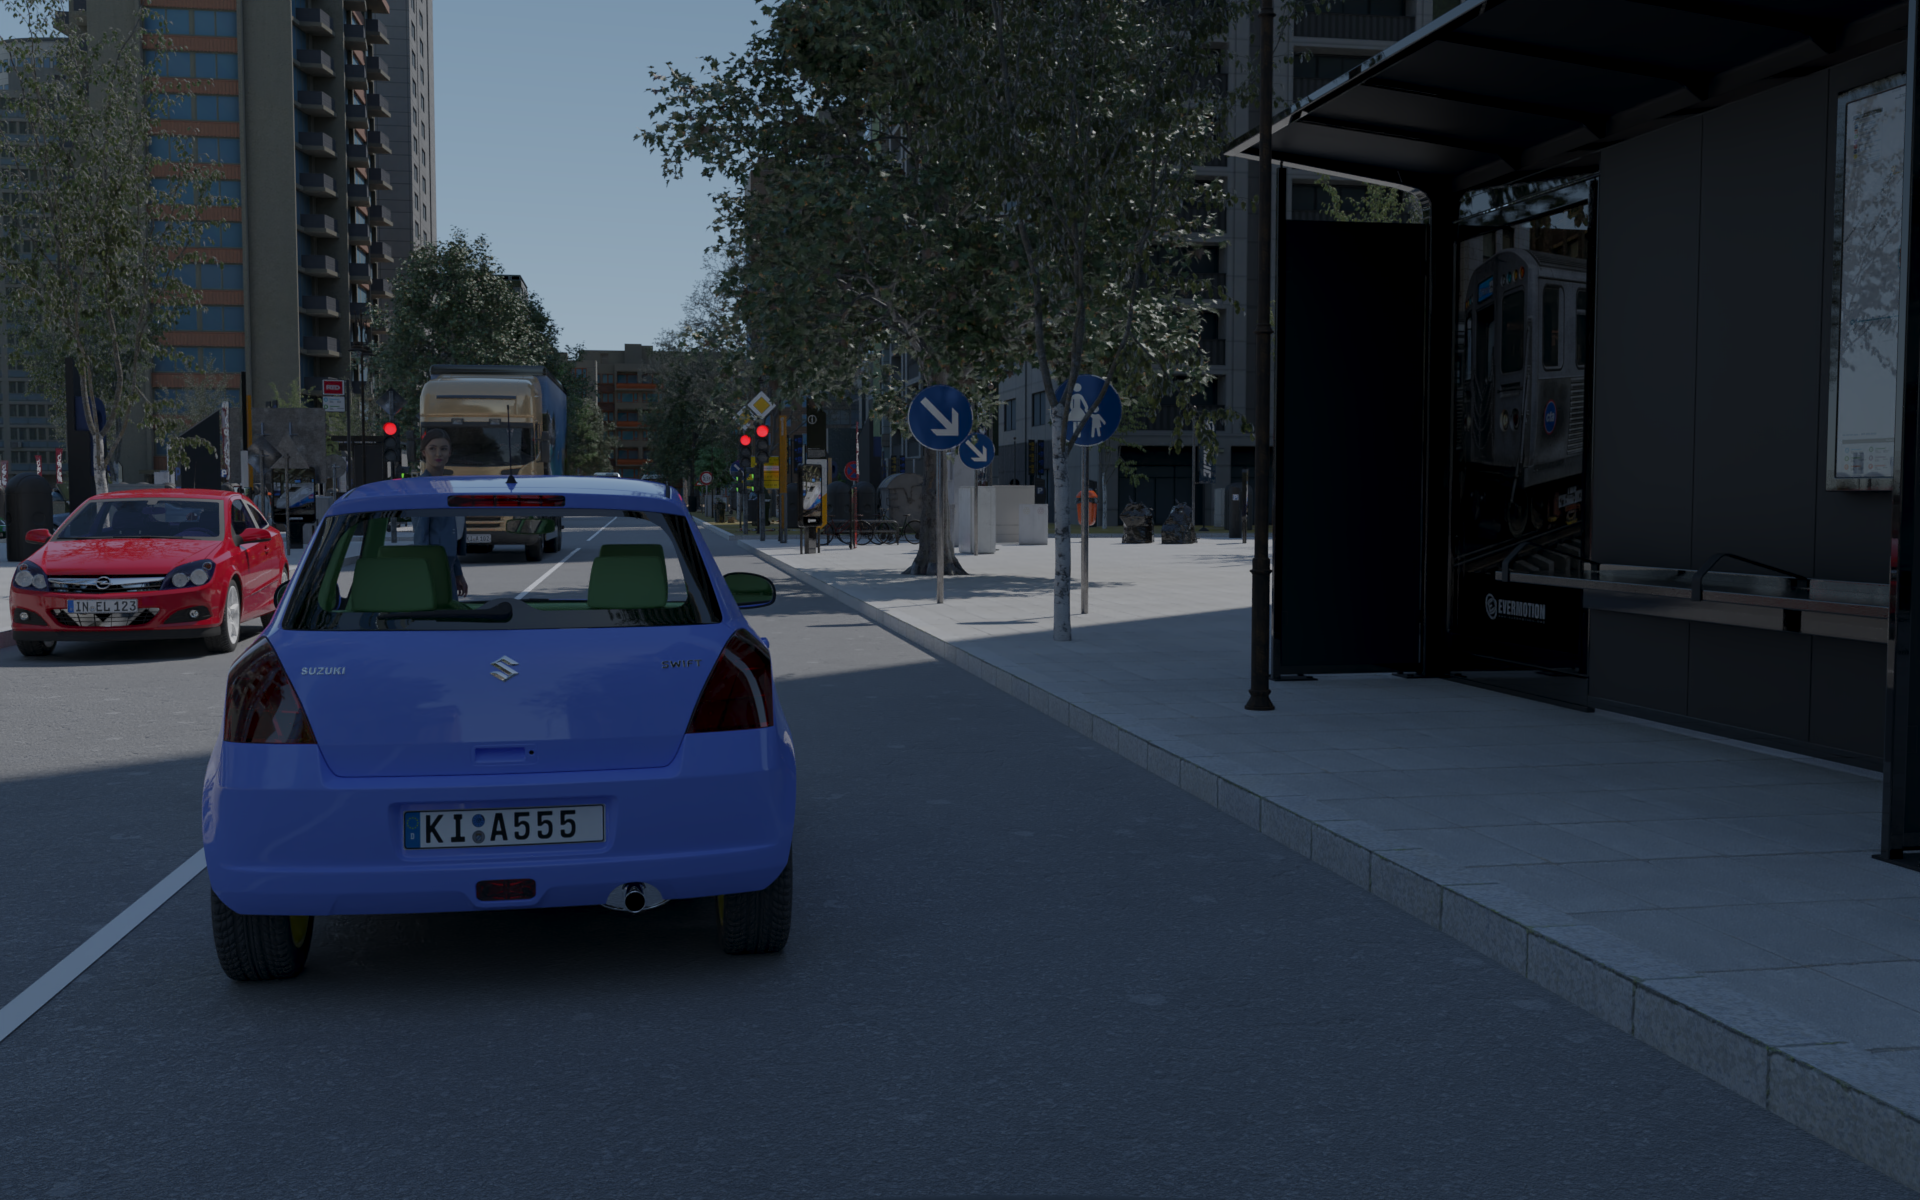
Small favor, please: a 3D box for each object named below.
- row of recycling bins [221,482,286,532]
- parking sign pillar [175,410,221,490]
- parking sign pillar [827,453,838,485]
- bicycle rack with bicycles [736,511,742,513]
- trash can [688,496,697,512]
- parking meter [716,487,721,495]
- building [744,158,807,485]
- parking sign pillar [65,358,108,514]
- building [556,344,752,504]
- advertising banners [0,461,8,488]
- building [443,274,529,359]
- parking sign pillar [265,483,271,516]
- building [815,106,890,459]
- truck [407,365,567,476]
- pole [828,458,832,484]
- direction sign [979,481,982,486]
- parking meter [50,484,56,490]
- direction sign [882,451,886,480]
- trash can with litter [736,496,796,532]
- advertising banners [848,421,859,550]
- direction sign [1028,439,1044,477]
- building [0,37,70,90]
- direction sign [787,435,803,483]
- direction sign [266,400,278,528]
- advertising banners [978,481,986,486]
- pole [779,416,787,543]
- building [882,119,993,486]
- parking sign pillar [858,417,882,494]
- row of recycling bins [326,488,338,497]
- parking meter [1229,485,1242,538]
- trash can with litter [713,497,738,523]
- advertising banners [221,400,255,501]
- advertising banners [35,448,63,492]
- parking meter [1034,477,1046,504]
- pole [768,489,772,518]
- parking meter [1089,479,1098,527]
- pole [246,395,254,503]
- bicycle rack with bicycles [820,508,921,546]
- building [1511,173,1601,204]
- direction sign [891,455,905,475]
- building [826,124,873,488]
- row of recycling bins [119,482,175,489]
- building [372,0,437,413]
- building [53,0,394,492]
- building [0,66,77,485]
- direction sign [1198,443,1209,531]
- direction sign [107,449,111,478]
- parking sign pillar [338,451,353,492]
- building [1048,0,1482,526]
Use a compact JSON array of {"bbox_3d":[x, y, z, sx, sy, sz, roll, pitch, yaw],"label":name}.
[{"bbox_3d":[-24.313,-3.167,58.890,3.534,1.692,1.069,0,4,5],"label":"row of recycling bins"},{"bbox_3d":[-24.207,-4.070,55.024,1.447,3.967,1.447,3,5,41],"label":"parking sign pillar"},{"bbox_3d":[-7.585,-6.898,101.257,1.447,3.967,1.447,1,4,20],"label":"parking sign pillar"},{"bbox_3d":[-13.654,-6.278,116.029,2.852,0.926,2.925,1,4,13],"label":"bicycle rack with bicycles"},{"bbox_3d":[-18.952,-6.796,122.766,0.748,1.137,0.748,0,3,0],"label":"trash can"},{"bbox_3d":[-14.795,-6.136,106.039,0.255,1.863,0.399,-1,4,-16],"label":"parking meter"},{"bbox_3d":[-21.427,-35.714,234.036,14.200,45.320,14.600,-1,4,-10],"label":"building"},{"bbox_3d":[-17.589,-2.842,34.935,1.447,3.967,1.447,-1,4,-12],"label":"parking sign pillar"},{"bbox_3d":[-44.014,-24.066,238.520,28.899,21.520,27.650,-1,4,-10],"label":"building"},{"bbox_3d":[-50.114,-5.724,89.779,2.074,3.025,0.090,1,4,16],"label":"advertising banners"},{"bbox_3d":[-63.899,-27.857,227.161,14.107,30.474,14.160,-1,4,-10],"label":"building"},{"bbox_3d":[-41.387,-6.982,102.634,1.447,3.967,1.447,3,4,37],"label":"parking sign pillar"},{"bbox_3d":[-8.820,-30.769,186.670,14.154,41.232,14.086,-1,4,-10],"label":"building"},{"bbox_3d":[-10.618,-3.123,39.968,2.839,4.237,11.283,-1,4,-10],"label":"truck"},{"bbox_3d":[-7.330,-6.350,97.671,0.158,3.312,0.155,0,3,0],"label":"pole"},{"bbox_3d":[0.486,-3.001,41.071,0.379,3.537,0.876,0,4,5],"label":"direction sign"},{"bbox_3d":[-50.905,-5.598,97.240,0.399,1.863,0.255,0,4,-5],"label":"parking meter"},{"bbox_3d":[-4.047,-6.080,91.408,0.379,3.537,0.876,0,4,-8],"label":"direction sign"},{"bbox_3d":[-6.762,-2.992,59.972,2.233,1.210,1.678,-1,4,-17],"label":"trash can with litter"},{"bbox_3d":[-2.481,-2.725,40.748,0.090,3.025,2.074,0,4,2],"label":"advertising banners"},{"bbox_3d":[3.169,-4.901,72.135,0.876,3.537,0.379,-3,5,-41],"label":"direction sign"},{"bbox_3d":[-109.085,-41.616,222.423,28.212,58.520,21.231,-1,4,-10],"label":"building"},{"bbox_3d":[-6.453,-4.546,66.331,0.876,3.537,0.379,0,4,7],"label":"direction sign"},{"bbox_3d":[-16.703,-3.066,42.129,0.379,3.537,0.876,-3,4,-38],"label":"direction sign"},{"bbox_3d":[1.670,-4.986,77.716,2.074,3.025,0.090,0,4,-4],"label":"advertising banners"},{"bbox_3d":[-4.596,-3.132,45.052,0.158,3.312,0.155,0,3,0],"label":"pole"},{"bbox_3d":[4.352,-41.797,121.635,20.563,71.187,20.611,-1,4,-10],"label":"building"},{"bbox_3d":[-3.081,-4.298,58.746,1.447,3.967,1.447,-1,4,-22],"label":"parking sign pillar"},{"bbox_3d":[-41.304,-6.729,117.132,1.069,1.692,3.534,2,4,31],"label":"row of recycling bins"},{"bbox_3d":[8.017,-2.566,50.371,0.372,1.533,0.369,0,3,0],"label":"parking meter"},{"bbox_3d":[-10.362,-3.981,76.471,1.055,1.170,0.624,0,4,6],"label":"trash can with litter"},{"bbox_3d":[-13.347,-2.191,32.008,0.090,3.025,2.074,-3,4,-36],"label":"advertising banners"},{"bbox_3d":[-34.160,-4.207,64.969,0.090,3.025,2.074,0,4,1],"label":"advertising banners"},{"bbox_3d":[2.703,-3.232,58.555,0.399,1.863,0.255,0,4,-4],"label":"parking meter"},{"bbox_3d":[-10.343,-6.136,94.164,0.158,3.312,0.155,0,3,0],"label":"pole"},{"bbox_3d":[5.117,-3.757,67.136,0.399,1.863,0.255,2,4,29],"label":"parking meter"},{"bbox_3d":[-14.701,-2.566,35.799,0.158,3.312,0.155,0,3,0],"label":"pole"},{"bbox_3d":[-2.317,-1.878,44.084,2.925,0.926,2.852,0,4,-2],"label":"bicycle rack with bicycles"},{"bbox_3d":[45.225,-33.360,87.442,28.212,58.520,21.231,-1,4,-10],"label":"building"},{"bbox_3d":[-3.620,-6.686,101.315,0.876,3.537,0.379,1,4,16],"label":"direction sign"},{"bbox_3d":[-0.995,-52.059,163.838,22.319,86.520,31.000,-1,4,-10],"label":"building"},{"bbox_3d":[-28.929,-3.278,60.712,3.534,1.692,1.069,1,4,14],"label":"row of recycling bins"},{"bbox_3d":[-63.979,-44.930,172.851,20.611,71.187,20.563,-1,4,-10],"label":"building"},{"bbox_3d":[-57.201,-29.465,136.369,22.147,44.769,28.867,-1,4,-10],"label":"building"},{"bbox_3d":[-84.809,-28.858,163.710,23.993,40.220,32.217,-1,4,-10],"label":"building"},{"bbox_3d":[8.420,-4.141,59.707,0.379,3.537,0.876,3,4,37],"label":"direction sign"},{"bbox_3d":[-42.780,-5.768,86.309,0.876,3.537,0.379,-1,4,-22],"label":"direction sign"},{"bbox_3d":[-35.094,-6.769,99.140,1.447,3.967,1.447,3,5,40],"label":"parking sign pillar"},{"bbox_3d":[13.816,-39.167,78.639,20.611,71.187,20.563,-1,4,-10],"label":"building"}]
